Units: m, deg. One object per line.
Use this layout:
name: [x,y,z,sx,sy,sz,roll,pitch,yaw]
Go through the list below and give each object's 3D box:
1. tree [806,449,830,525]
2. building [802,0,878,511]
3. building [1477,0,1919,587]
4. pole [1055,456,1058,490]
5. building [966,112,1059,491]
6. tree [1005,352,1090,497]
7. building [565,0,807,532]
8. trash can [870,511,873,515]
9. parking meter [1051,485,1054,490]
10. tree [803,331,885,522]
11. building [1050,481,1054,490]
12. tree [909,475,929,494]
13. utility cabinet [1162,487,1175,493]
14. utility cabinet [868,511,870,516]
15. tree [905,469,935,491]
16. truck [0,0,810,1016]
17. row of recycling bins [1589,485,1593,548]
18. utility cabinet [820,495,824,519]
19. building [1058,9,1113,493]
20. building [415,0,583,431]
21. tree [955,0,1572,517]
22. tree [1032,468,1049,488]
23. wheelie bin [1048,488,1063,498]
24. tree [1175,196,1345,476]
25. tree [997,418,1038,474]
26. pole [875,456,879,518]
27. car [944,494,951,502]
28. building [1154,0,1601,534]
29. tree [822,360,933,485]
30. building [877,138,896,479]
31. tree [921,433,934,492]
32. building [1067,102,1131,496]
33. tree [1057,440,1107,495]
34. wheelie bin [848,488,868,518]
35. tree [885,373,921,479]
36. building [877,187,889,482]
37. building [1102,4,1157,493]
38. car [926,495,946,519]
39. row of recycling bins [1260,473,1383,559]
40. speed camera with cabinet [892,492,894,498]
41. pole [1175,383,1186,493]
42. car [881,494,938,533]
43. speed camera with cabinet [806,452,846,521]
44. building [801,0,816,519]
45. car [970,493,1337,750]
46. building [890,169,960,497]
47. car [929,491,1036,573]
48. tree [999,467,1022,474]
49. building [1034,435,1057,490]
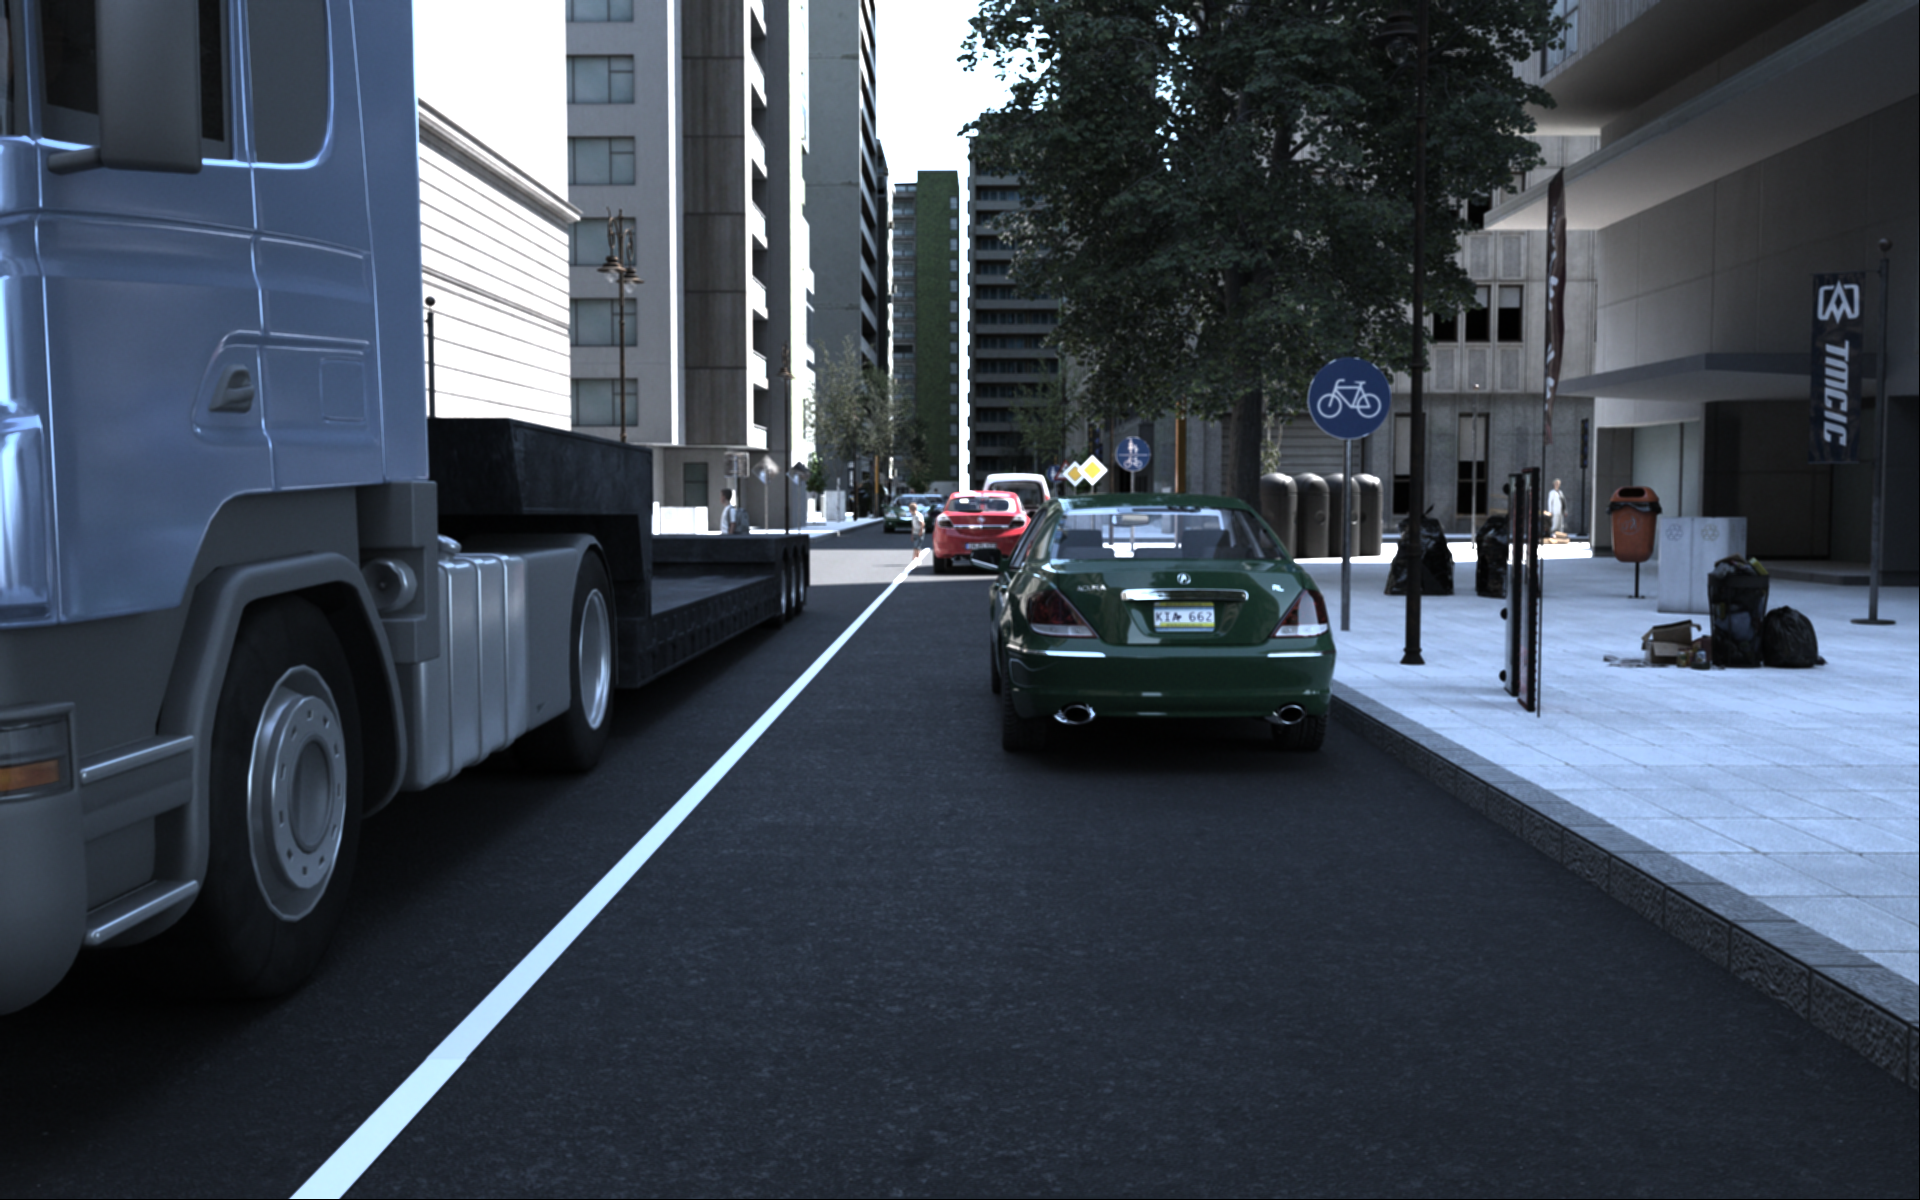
tree: [-5.992,-4.739,72.091,1.663,3.219,1.824,0,3,0]
building: [-17.835,-31.426,137.514,21.300,48.544,21.600,0,4,1]
building: [23.847,-26.437,21.484,28.713,52.752,27.495,0,4,1]
pole: [5.081,-5.962,91.320,0.158,3.312,0.155,0,3,0]
building: [11.661,-36.666,223.183,21.600,48.544,21.300,0,4,1]
tree: [4.616,-8.366,87.151,4.737,8.622,4.395,0,3,0]
building: [-13.200,-23.068,60.764,14.154,41.232,14.086,0,4,1]
trash can: [-5.676,-5.929,108.590,0.748,1.137,0.748,0,3,0]
parking meter: [5.897,-6.288,108.524,0.399,1.863,0.255,-3,5,-42]
tree: [-5.551,-7.832,78.413,4.360,8.622,3.978,0,3,0]
building: [18.865,-43.948,156.801,20.563,71.187,20.611,0,4,1]
tree: [-4.098,-10.942,173.504,1.663,3.219,1.824,0,3,0]
utility cabinet: [6.820,-2.926,56.513,0.318,1.500,1.173,1,4,17]
utility cabinet: [-5.778,-5.638,103.342,0.306,1.237,1.020,2,4,30]
tree: [-4.579,-13.219,199.837,4.285,4.588,4.351,0,3,0]
truck: [-3.071,-1.355,11.910,2.967,4.110,18.799,0,3,0]
row of recycling bins: [15.343,-1.999,39.802,1.069,1.692,3.534,0,4,2]
utility cabinet: [-6.808,-4.838,90.265,0.306,1.237,1.020,3,5,41]
building: [14.964,-27.942,140.444,14.154,41.232,14.086,0,4,1]
building: [-20.673,-11.763,34.132,24.055,21.916,13.314,0,4,1]
tree: [4.110,-7.246,25.134,9.857,13.997,8.962,0,3,0]
tree: [5.745,-8.221,129.021,1.663,3.219,1.824,0,3,0]
wheelie bin: [5.159,-5.225,93.342,0.693,1.594,0.980,-3,4,-38]
tree: [7.029,-5.506,40.390,4.360,8.622,3.978,0,3,0]
tree: [5.388,-13.022,163.268,4.360,8.622,3.978,0,3,0]
pole: [-4.421,-6.032,92.471,0.158,3.312,0.155,0,3,0]
car: [-0.923,-10.384,181.775,2.014,1.417,4.499,0,3,0]
building: [17.369,-14.819,60.316,19.932,24.808,12.078,0,4,1]
tree: [-5.301,-11.353,120.036,7.601,10.594,8.767,2,4,28]
building: [-19.045,-30.117,184.297,23.993,40.220,32.217,0,4,1]
tree: [-4.530,-14.374,185.375,4.360,8.622,3.978,0,3,0]
building: [17.253,-18.681,109.956,19.350,26.468,34.151,0,4,1]
tree: [4.569,-4.148,62.419,1.663,3.219,1.824,0,3,0]
wheelie bin: [-5.355,-5.228,93.389,0.980,1.594,0.693,-3,4,-38]
tree: [-4.705,-9.503,105.741,4.360,8.622,3.978,0,3,0]
building: [-13.779,-23.520,156.250,14.160,30.474,14.107,0,4,1]
building: [14.562,-17.578,80.916,14.314,27.812,24.014,0,4,1]
car: [-1.519,-4.783,90.202,2.014,1.417,4.499,0,4,2]
row of recycling bins: [7.289,-1.702,34.945,3.534,1.692,1.069,-3,4,-39]
speed camera with cabinet: [-5.859,-8.136,127.352,2.038,3.252,0.660,0,4,1]
pole: [3.998,-2.297,31.391,0.158,3.312,0.155,0,3,0]
car: [-1.883,-3.279,65.418,2.131,1.459,4.920,0,4,1]
speed camera with cabinet: [-6.489,-5.398,82.597,2.038,3.252,0.660,-1,4,-10]
building: [-18.799,-47.837,94.814,22.319,86.520,31.000,0,4,1]
car: [1.131,0.042,11.116,2.131,1.459,4.920,0,4,0]
building: [-6.962,-32.852,220.720,14.086,41.232,14.154,0,4,1]
car: [0.461,-1.458,32.876,2.155,1.783,4.494,0,4,2]
tree: [5.908,-13.489,204.266,4.285,4.588,4.351,0,3,0]
building: [19.522,-53.221,182.837,22.319,86.520,31.000,0,4,1]
